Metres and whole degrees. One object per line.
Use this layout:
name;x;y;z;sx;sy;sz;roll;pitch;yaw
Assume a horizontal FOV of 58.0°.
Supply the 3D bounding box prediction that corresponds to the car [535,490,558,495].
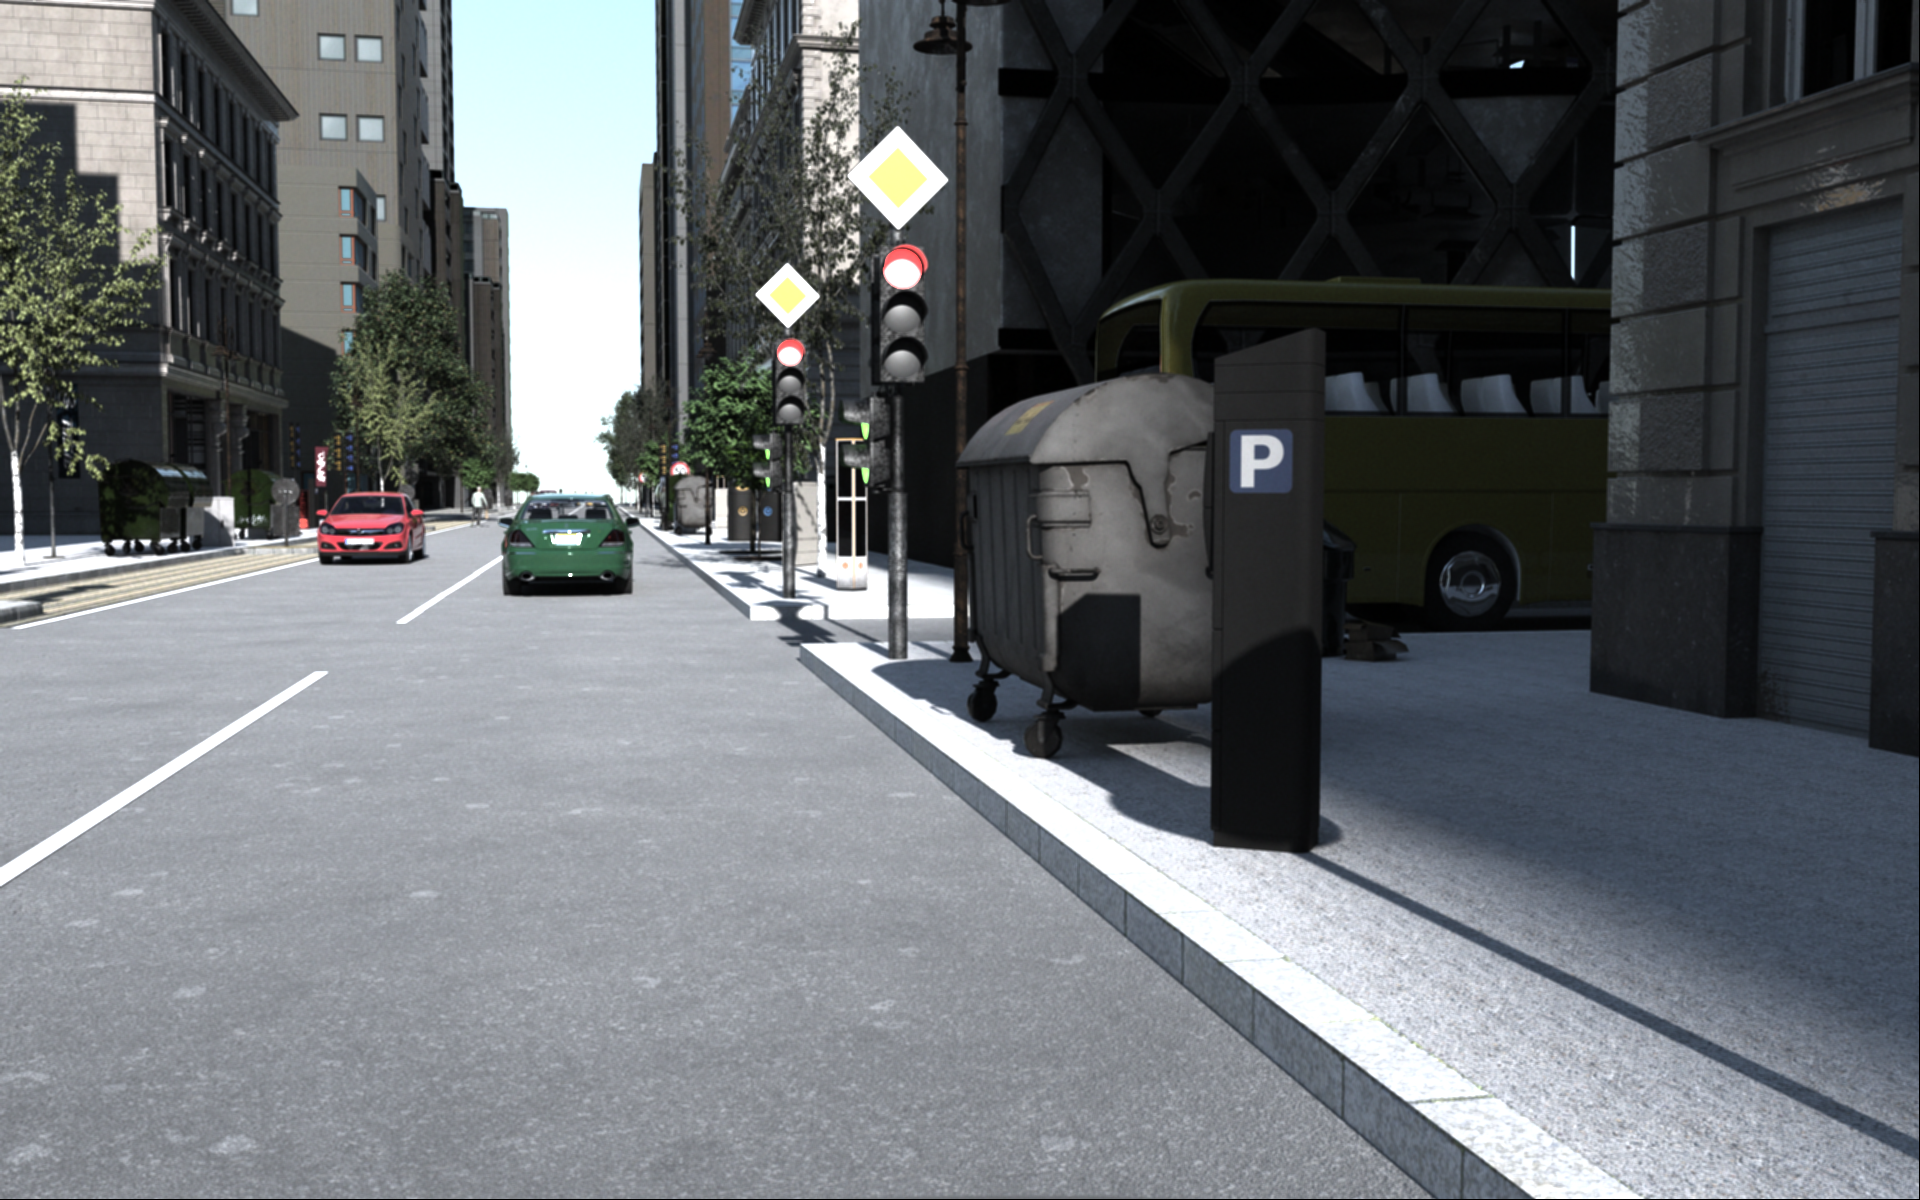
car;-36.931;-8.970;155.334;2.281;1.827;5.304;-1;4;-13

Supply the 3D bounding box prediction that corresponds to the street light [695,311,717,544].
street light;-6.427;-4.353;43.960;0.468;5.910;1.993;-1;4;-12

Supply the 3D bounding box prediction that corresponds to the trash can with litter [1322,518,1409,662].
trash can with litter;3.037;-0.139;13.652;1.055;1.170;0.624;3;5;45

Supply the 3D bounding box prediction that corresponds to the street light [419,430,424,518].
street light;-29.224;-7.414;94.014;0.468;5.910;1.993;-1;4;-12

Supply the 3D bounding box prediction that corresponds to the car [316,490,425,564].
car;-12.463;-1.698;36.799;2.155;1.783;4.494;-1;4;-11

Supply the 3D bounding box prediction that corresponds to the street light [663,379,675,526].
street light;-11.657;-5.916;69.522;0.468;5.910;1.993;-1;4;-12

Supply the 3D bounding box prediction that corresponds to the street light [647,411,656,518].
street light;-16.836;-7.446;94.538;0.468;5.910;1.993;-1;4;-12

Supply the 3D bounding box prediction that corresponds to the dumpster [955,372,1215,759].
dumpster;0.765;-0.206;9.131;1.264;1.857;1.865;-1;4;-12

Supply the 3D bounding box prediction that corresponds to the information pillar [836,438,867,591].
information pillar;-1.435;-1.130;22.965;0.304;2.012;0.304;2;4;34

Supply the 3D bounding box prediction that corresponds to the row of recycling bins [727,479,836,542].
row of recycling bins;-4.681;-2.431;46.853;3.534;1.692;1.069;1;4;20

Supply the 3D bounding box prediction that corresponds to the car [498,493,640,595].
car;-5.882;-0.874;26.082;2.131;1.459;4.920;-1;4;-12

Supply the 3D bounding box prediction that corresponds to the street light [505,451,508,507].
street light;-46.230;-12.450;176.340;0.468;5.910;1.993;-1;4;-12

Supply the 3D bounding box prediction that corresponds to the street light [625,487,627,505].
street light;-32.226;-12.011;169.166;0.468;5.910;1.993;-1;4;-12

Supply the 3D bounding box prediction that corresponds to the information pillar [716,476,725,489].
information pillar;-9.751;-4.038;70.516;0.304;2.012;0.304;-1;4;-16

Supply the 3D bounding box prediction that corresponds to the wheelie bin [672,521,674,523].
wheelie bin;-12.734;-4.273;77.764;0.693;1.594;0.980;1;4;21

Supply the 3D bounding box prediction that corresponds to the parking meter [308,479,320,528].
parking meter;-24.585;-3.681;65.901;0.255;1.863;0.399;1;4;11

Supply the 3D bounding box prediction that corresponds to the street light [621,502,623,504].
street light;-38.548;-13.881;199.735;0.468;5.910;1.993;-1;4;-12

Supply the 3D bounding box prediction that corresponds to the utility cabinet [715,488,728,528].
utility cabinet;-8.536;-3.422;64.621;1.173;1.500;0.318;1;4;13

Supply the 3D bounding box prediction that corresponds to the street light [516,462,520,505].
street light;-51.391;-13.985;201.442;0.468;5.910;1.993;-1;4;-12

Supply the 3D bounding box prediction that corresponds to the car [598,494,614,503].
car;-32.296;-8.985;156.694;2.009;1.686;4.222;-1;4;-14

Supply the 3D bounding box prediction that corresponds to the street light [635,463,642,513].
street light;-22.027;-8.964;119.350;0.468;5.910;1.993;-1;4;-12

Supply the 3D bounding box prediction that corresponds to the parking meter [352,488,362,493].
parking meter;-25.090;-3.894;72.075;0.372;1.533;0.369;0;3;0

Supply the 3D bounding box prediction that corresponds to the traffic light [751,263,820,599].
traffic light;-2.121;-1.974;21.196;0.839;4.253;0.868;-1;4;-12

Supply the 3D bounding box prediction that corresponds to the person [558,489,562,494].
person;-27.848;-6.875;120.922;1.348;1.822;0.705;0;4;-1

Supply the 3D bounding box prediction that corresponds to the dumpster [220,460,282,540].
dumpster;-19.835;-2.827;48.709;1.502;2.255;1.985;-1;4;-12

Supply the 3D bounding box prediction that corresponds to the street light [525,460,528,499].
street light;-56.874;-15.563;227.242;0.468;5.910;1.993;-1;4;-12

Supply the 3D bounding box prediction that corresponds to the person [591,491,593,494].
person;-50.766;-14.088;238.937;0.705;1.812;1.348;-1;4;-11

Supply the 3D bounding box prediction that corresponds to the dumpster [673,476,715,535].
dumpster;-8.402;-2.997;54.767;1.264;1.857;1.865;-1;4;-12

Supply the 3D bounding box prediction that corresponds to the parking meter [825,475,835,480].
parking meter;-3.986;-2.853;52.356;0.255;1.863;0.399;2;4;35

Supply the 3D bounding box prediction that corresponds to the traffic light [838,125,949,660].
traffic light;-0.502;-1.496;13.376;0.839;4.253;0.868;-1;4;-12

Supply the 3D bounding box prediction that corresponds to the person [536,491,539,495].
person;-29.750;-6.863;122.185;0.415;1.643;0.593;0;4;-3

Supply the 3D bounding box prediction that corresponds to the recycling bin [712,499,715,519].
recycling bin;-12.672;-4.599;87.753;0.722;1.027;0.722;-3;5;-40

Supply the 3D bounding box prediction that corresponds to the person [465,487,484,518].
person;-28.568;-5.723;102.077;0.705;1.824;1.348;3;4;38

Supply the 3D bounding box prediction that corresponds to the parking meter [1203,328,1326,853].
parking meter;1.103;-0.036;6.301;0.399;1.863;0.255;1;4;23

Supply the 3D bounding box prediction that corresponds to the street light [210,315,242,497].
street light;-18.942;-4.406;44.829;0.468;5.910;1.993;-1;4;-12

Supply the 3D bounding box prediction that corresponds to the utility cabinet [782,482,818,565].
utility cabinet;-2.820;-1.377;31.192;0.318;1.500;1.173;1;4;21

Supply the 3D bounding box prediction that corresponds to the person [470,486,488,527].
person;-20.951;-4.074;75.591;0.782;1.767;0.515;0;4;5

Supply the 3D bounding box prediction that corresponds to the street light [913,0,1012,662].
street light;0.008;-2.466;13.107;0.468;5.910;1.993;-1;4;-12

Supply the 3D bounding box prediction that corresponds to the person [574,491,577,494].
person;-43.893;-11.561;197.533;1.348;1.823;0.705;3;5;39

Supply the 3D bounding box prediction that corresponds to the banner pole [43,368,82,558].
banner pole;-17.939;-2.725;34.579;0.863;3.779;0.401;0;4;8

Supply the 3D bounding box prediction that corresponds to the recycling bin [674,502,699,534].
recycling bin;-8.950;-2.694;56.599;0.722;1.027;0.722;0;4;-1

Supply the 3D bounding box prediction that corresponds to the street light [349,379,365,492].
street light;-24.215;-5.924;69.650;0.468;5.910;1.993;-1;4;-12

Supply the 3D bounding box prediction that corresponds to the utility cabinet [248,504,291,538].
utility cabinet;-20.044;-2.542;50.245;1.173;1.500;0.318;0;4;8

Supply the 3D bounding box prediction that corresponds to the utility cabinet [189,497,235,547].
utility cabinet;-18.203;-1.895;42.147;0.306;1.237;1.020;3;5;41

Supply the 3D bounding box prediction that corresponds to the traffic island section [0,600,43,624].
traffic island section;-11.621;0.179;19.355;2.009;0.180;2.903;-1;4;-12

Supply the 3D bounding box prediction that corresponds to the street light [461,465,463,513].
street light;-34.298;-8.948;119.081;0.468;5.910;1.993;-1;4;-12
